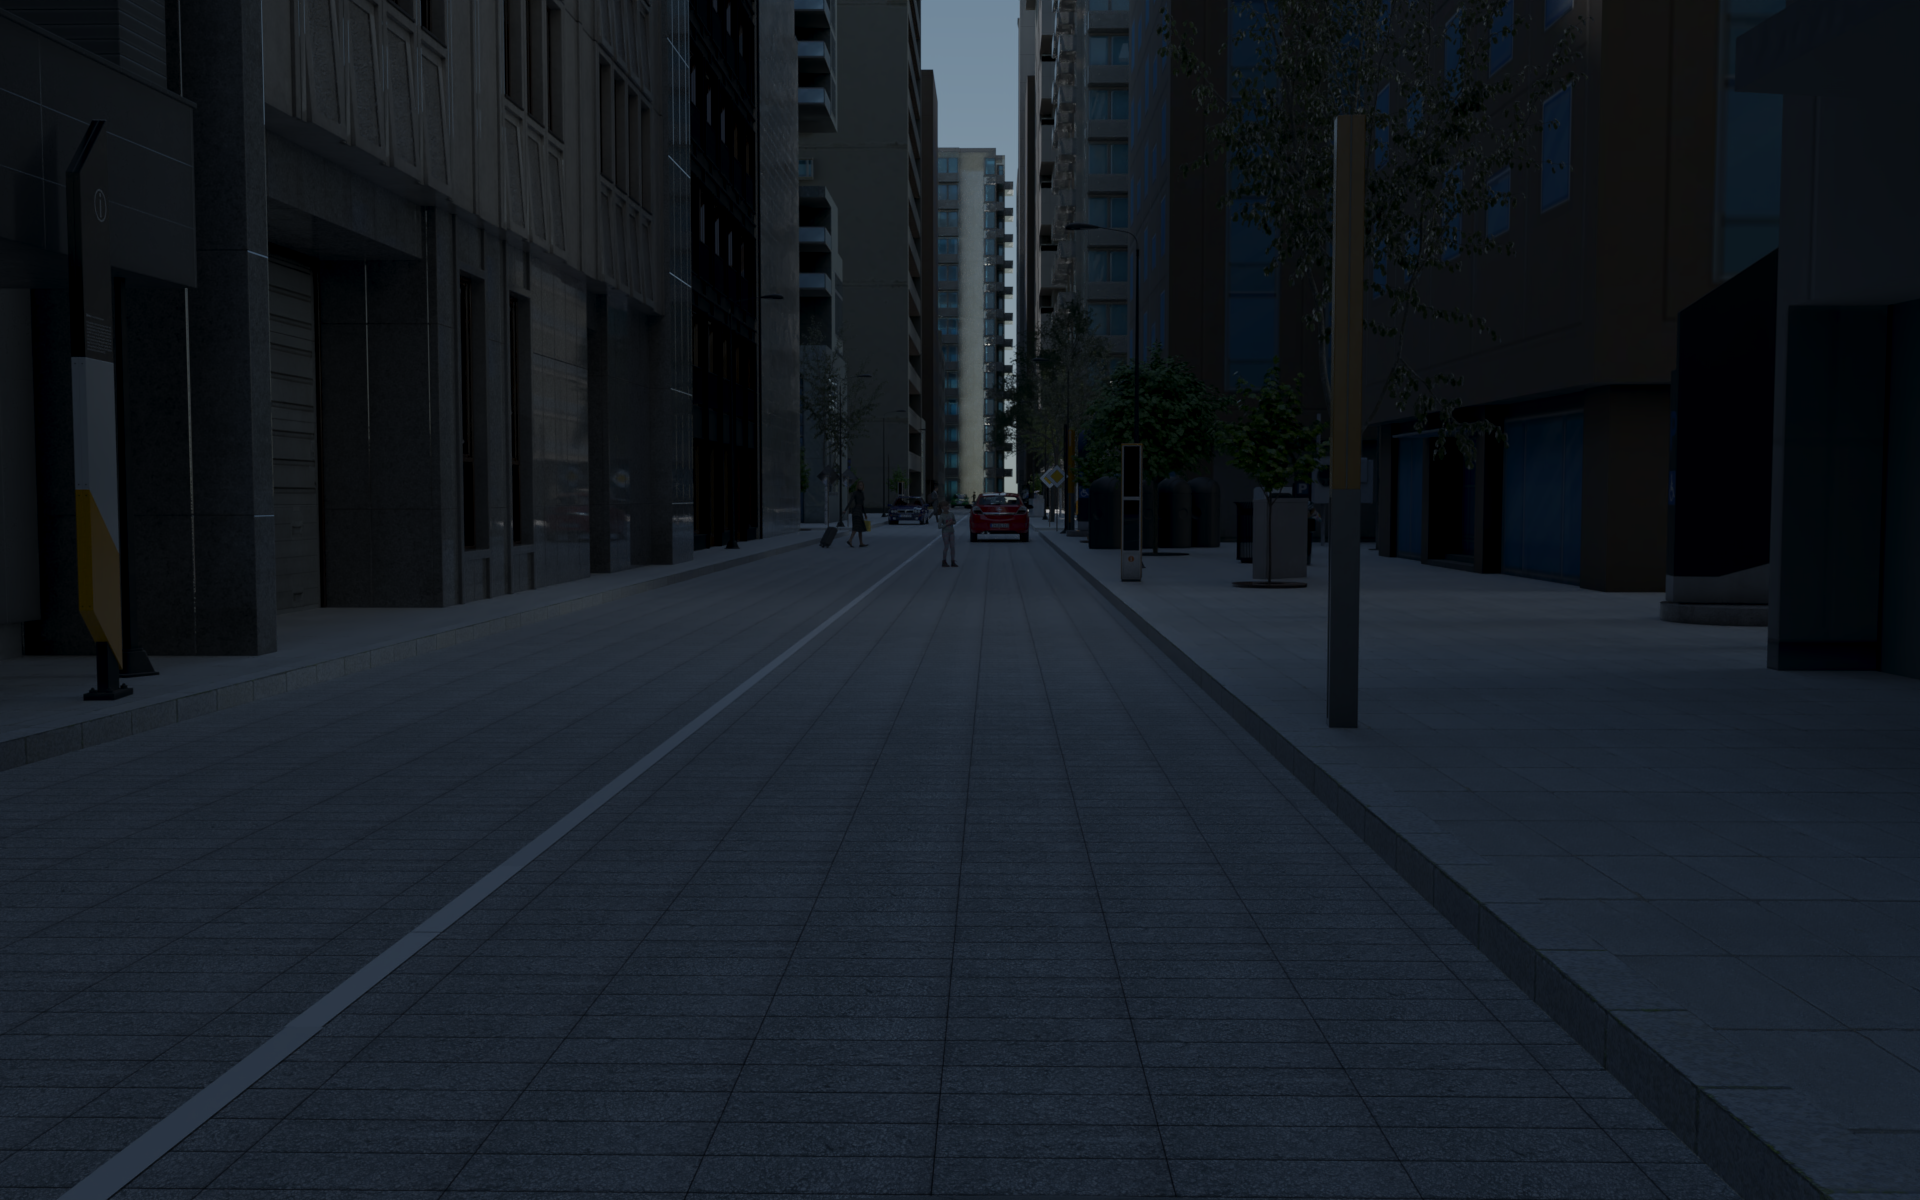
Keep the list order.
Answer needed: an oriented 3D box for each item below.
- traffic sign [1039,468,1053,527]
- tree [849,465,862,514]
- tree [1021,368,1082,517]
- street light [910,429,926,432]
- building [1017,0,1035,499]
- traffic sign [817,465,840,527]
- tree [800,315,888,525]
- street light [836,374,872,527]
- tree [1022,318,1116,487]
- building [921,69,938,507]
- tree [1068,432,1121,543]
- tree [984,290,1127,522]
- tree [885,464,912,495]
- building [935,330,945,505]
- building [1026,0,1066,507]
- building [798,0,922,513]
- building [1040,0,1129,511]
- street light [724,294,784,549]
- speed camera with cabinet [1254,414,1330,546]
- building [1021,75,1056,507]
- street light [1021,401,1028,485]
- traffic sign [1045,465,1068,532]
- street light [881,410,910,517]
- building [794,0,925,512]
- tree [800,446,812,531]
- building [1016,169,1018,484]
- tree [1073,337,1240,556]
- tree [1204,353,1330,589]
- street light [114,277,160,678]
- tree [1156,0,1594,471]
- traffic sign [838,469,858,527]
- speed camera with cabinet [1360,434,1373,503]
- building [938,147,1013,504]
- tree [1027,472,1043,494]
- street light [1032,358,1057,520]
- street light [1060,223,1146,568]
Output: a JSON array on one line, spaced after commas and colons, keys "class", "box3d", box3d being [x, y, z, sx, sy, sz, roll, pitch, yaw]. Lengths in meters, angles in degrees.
[{"class": "traffic sign", "box3d": [3.481, -3.892, 67.279, 0.795, 2.450, 0.064, 0, 4, 1]}, {"class": "tree", "box3d": [-7.196, -7.229, 112.802, 1.663, 3.219, 1.824, 0, 3, 0]}, {"class": "tree", "box3d": [5.431, -8.998, 97.486, 4.737, 8.622, 4.395, 0, 3, 0]}, {"class": "street light", "box3d": [-3.089, -9.220, 123.293, 1.470, 5.913, 1.316, 0, 4, 1]}, {"class": "building", "box3d": [17.285, -40.444, 203.255, 21.231, 58.520, 28.212, 0, 4, 1]}, {"class": "traffic sign", "box3d": [-4.523, -3.415, 59.474, 0.795, 2.450, 0.064, 0, 4, 1]}, {"class": "tree", "box3d": [-5.346, -7.449, 72.151, 4.360, 8.622, 3.978, 0, 3, 0]}, {"class": "street light", "box3d": [-4.108, -5.799, 67.355, 1.470, 5.913, 1.316, 0, 4, 1]}, {"class": "tree", "box3d": [4.801, -7.423, 71.728, 4.360, 8.622, 3.978, 0, 3, 0]}, {"class": "building", "box3d": [-9.414, -32.418, 180.142, 14.600, 45.320, 14.200, 0, 4, 1]}, {"class": "tree", "box3d": [3.623, -3.128, 45.750, 1.663, 3.219, 1.824, 0, 3, 0]}, {"class": "tree", "box3d": [4.511, -8.847, 79.063, 7.601, 10.594, 8.767, 1, 4, 22]}, {"class": "tree", "box3d": [-4.080, -7.196, 112.249, 1.663, 3.219, 1.824, 0, 3, 0]}, {"class": "building", "box3d": [-16.607, -22.055, 205.634, 28.899, 21.520, 27.650, 0, 4, 1]}, {"class": "building", "box3d": [20.641, -34.961, 160.857, 28.713, 52.752, 27.495, 0, 4, 1]}, {"class": "building", "box3d": [-13.849, -30.581, 123.708, 21.300, 48.544, 21.600, 0, 4, 1]}, {"class": "building", "box3d": [18.044, -30.986, 126.236, 23.786, 49.044, 30.456, 0, 4, 1]}, {"class": "street light", "box3d": [-4.790, -4.148, 40.364, 1.470, 5.913, 1.316, 0, 4, 1]}, {"class": "speed camera with cabinet", "box3d": [8.224, -2.936, 42.334, 2.038, 3.252, 0.660, -1, 4, -16]}, {"class": "building", "box3d": [13.816, -32.551, 182.323, 14.600, 45.320, 14.200, 0, 4, 1]}, {"class": "street light", "box3d": [3.704, -6.946, 86.104, 1.470, 5.913, 1.316, 0, 4, 1]}, {"class": "traffic sign", "box3d": [3.319, -3.404, 59.296, 0.795, 2.450, 0.064, 0, 4, 1]}, {"class": "street light", "box3d": [-3.658, -7.524, 95.564, 1.470, 5.913, 1.316, 0, 4, 1]}, {"class": "building", "box3d": [-14.126, -51.605, 156.417, 22.319, 86.520, 31.000, 0, 4, 1]}, {"class": "tree", "box3d": [-5.709, -4.051, 60.828, 1.663, 3.219, 1.824, 0, 3, 0]}, {"class": "building", "box3d": [14.675, -35.584, 231.914, 14.200, 45.320, 14.600, 0, 4, 1]}, {"class": "tree", "box3d": [4.058, -3.226, 36.462, 4.285, 4.588, 4.351, 0, 3, 0]}, {"class": "tree", "box3d": [4.411, -1.788, 23.835, 1.663, 3.219, 1.824, 0, 3, 0]}, {"class": "street light", "box3d": [-5.319, -2.416, 12.045, 1.470, 5.913, 1.316, 0, 4, 1]}, {"class": "tree", "box3d": [3.948, -4.108, 17.521, 4.360, 8.622, 3.978, 0, 3, 0]}, {"class": "traffic sign", "box3d": [-4.361, -3.903, 67.458, 0.795, 2.450, 0.064, 0, 4, 1]}, {"class": "speed camera with cabinet", "box3d": [10.837, -3.042, 44.073, 2.038, 3.252, 0.660, 0, 4, 6]}, {"class": "building", "box3d": [-8.002, -37.775, 237.228, 30.456, 49.044, 23.786, 0, 4, 1]}, {"class": "tree", "box3d": [6.534, -9.262, 146.035, 1.663, 3.219, 1.824, 0, 3, 0]}, {"class": "street light", "box3d": [3.152, -5.303, 59.249, 1.470, 5.913, 1.316, 0, 4, 1]}, {"class": "street light", "box3d": [2.499, -3.502, 29.804, 1.470, 5.913, 1.316, 0, 4, 1]}]
